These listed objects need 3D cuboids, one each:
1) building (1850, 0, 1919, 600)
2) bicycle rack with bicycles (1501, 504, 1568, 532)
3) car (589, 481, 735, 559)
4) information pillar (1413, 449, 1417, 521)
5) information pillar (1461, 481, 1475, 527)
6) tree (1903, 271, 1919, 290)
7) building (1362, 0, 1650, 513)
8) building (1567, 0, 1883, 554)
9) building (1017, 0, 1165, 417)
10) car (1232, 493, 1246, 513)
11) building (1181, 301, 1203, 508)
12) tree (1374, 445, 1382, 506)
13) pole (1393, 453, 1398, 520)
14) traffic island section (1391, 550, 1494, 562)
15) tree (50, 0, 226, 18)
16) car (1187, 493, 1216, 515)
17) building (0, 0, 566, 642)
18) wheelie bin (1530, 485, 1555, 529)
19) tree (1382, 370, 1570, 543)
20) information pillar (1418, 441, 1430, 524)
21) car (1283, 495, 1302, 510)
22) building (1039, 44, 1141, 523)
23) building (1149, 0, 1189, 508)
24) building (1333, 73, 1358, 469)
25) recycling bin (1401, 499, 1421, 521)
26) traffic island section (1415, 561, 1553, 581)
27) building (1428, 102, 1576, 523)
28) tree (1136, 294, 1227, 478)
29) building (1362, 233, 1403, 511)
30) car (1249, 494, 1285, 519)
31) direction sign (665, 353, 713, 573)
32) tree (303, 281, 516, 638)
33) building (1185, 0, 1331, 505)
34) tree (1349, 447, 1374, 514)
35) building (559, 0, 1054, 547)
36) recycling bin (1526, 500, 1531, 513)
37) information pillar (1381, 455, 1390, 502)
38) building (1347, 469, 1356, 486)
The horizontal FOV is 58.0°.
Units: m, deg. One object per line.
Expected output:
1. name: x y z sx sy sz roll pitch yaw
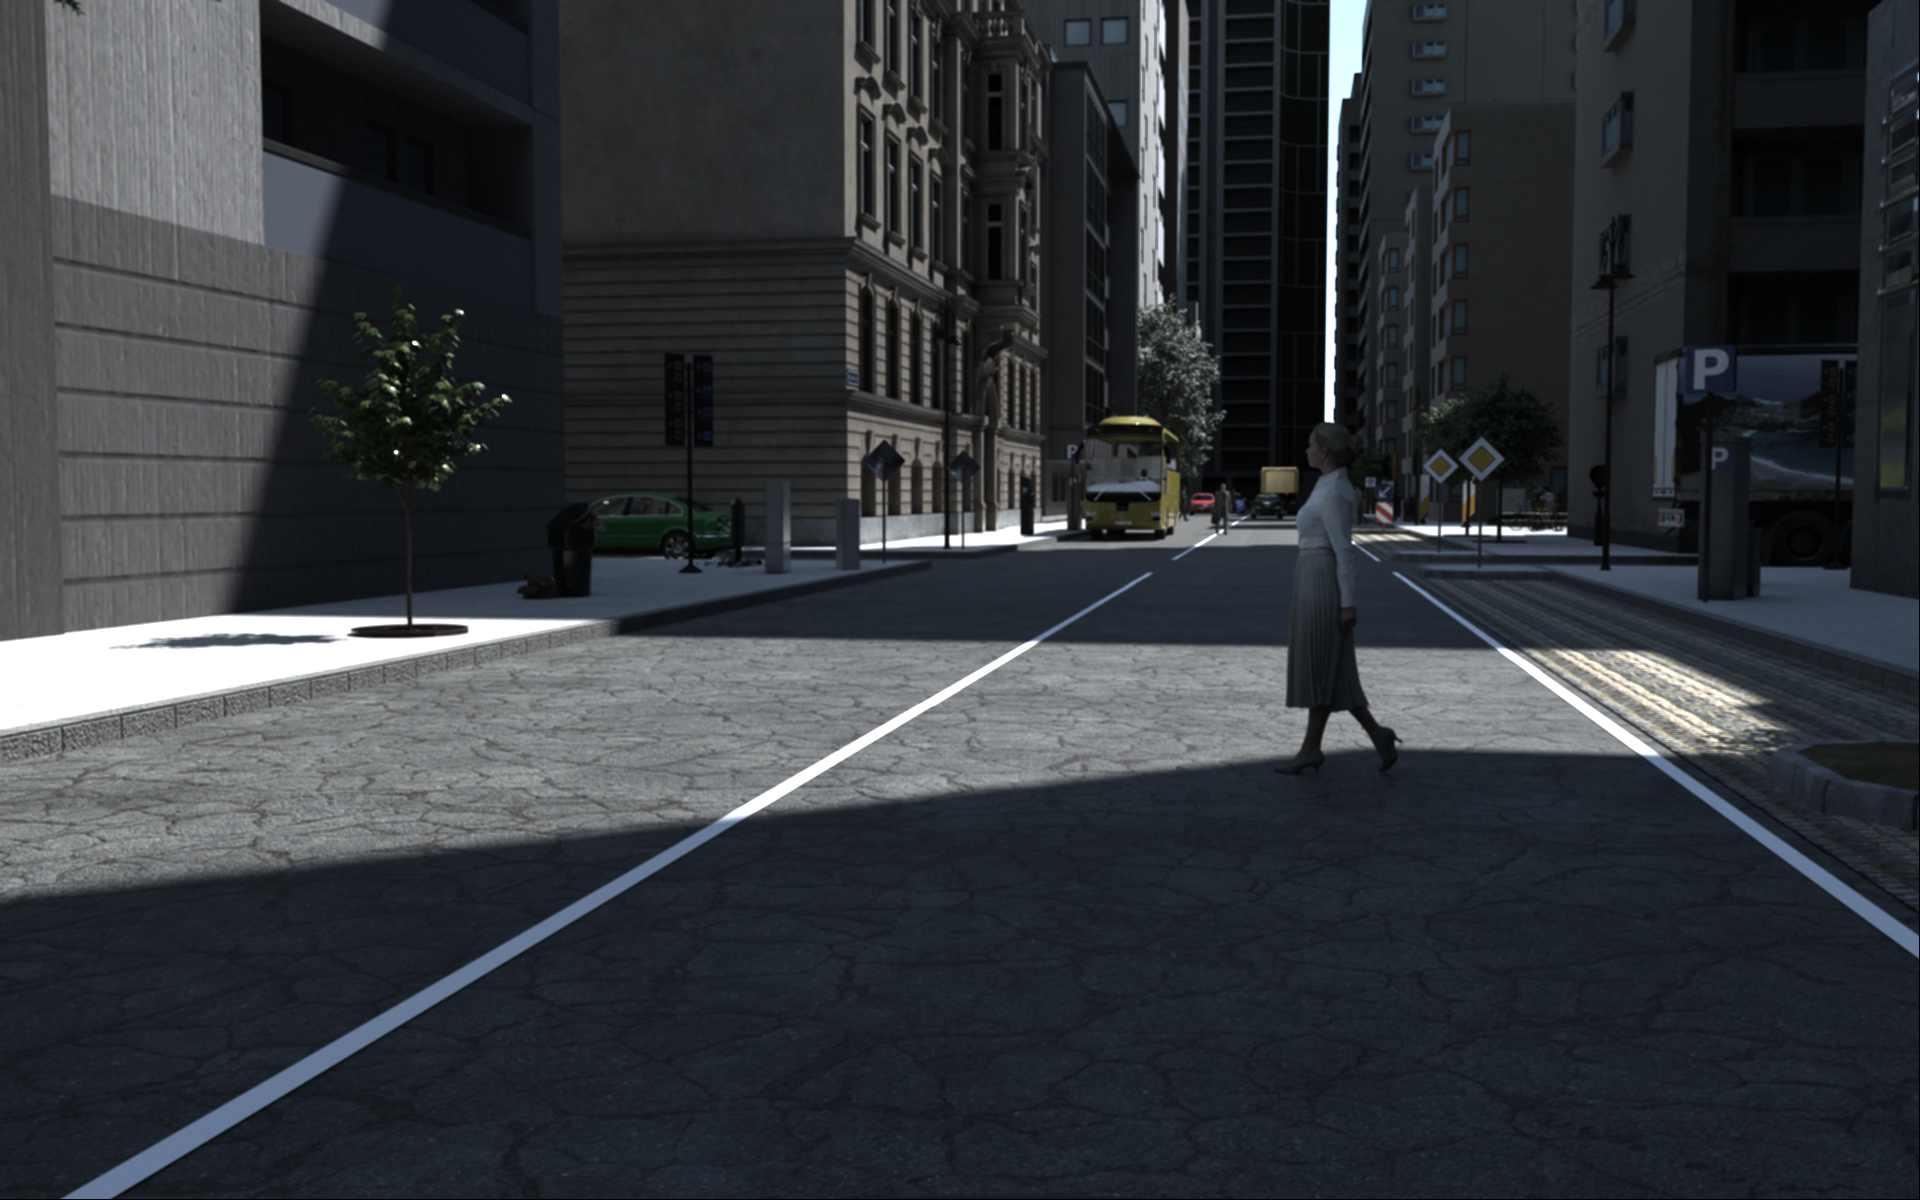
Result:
1. building: 20.260 -42.267 3.731 22.319 86.520 31.000 1 4 11
2. bicycle rack with bicycles: 20.291 -2.865 60.226 2.925 0.926 2.852 -1 4 -18
3. car: -6.930 -1.672 36.140 4.718 1.807 1.959 1 4 9
4. information pillar: 21.349 -5.494 81.174 0.183 3.616 0.504 2 4 32
5. information pillar: 19.619 -4.613 66.781 0.504 3.616 0.183 -1 4 -10
6. tree: 7.578 -1.636 10.464 4.285 4.588 4.351 0 3 0
7. building: 46.244 -32.279 151.464 21.300 48.544 21.600 1 4 11
8. building: 27.758 -25.729 44.370 21.600 48.544 21.300 1 4 11
9. building: 1.110 -33.053 129.648 28.713 52.752 27.495 1 4 11
10. car: 20.349 -7.301 128.965 1.945 1.707 3.694 1 4 10
11. building: 9.604 -20.313 177.165 28.899 21.520 27.650 1 4 11
12. tree: 15.387 -4.219 52.688 4.285 4.588 4.351 0 3 0
13. pole: 21.347 -5.575 85.002 0.158 3.312 0.155 0 3 0
14. traffic island section: 10.507 -0.956 37.912 2.009 0.180 2.903 1 4 11
15. tree: -6.486 -4.465 7.423 8.767 10.594 7.601 1 4 19
16. car: 16.487 -6.627 117.396 2.155 1.783 4.494 1 4 10
17. building: -20.749 -29.450 23.503 28.212 58.520 21.231 1 4 11
18. wheelie bin: 21.131 -3.358 62.810 0.693 1.594 0.980 -3 4 -37
19. tree: 14.400 -3.803 45.896 4.285 4.588 4.351 0 3 0
20. information pillar: 19.930 -5.071 74.270 0.504 3.616 0.183 -2 4 -32
21. car: 29.805 -8.799 155.861 2.014 1.417 4.499 1 4 11
22. building: 1.118 -16.632 90.996 14.314 24.678 30.058 1 4 11
23. building: 12.190 -30.512 148.975 14.600 45.320 14.200 1 4 11
24. building: 54.546 -35.334 201.405 21.600 48.544 21.300 1 4 11
25. recycling bin: 21.652 -4.315 83.101 0.722 1.027 0.722 -1 4 -19
26. traffic island section: 9.035 -0.476 30.064 2.009 0.180 2.903 1 4 11
27. building: 38.079 -14.936 89.240 27.650 21.520 28.899 1 4 11
28. tree: 11.925 -12.413 109.615 9.857 13.997 8.962 0 3 0
29. building: 44.345 -17.218 126.560 27.650 21.520 28.899 1 4 11
30. car: 18.130 -5.533 102.270 2.131 1.459 4.920 1 4 9
31. direction sign: -4.398 -2.213 28.183 0.876 3.537 0.379 -3 5 -40
32. tree: -5.145 -1.306 15.950 1.663 3.219 1.824 0 3 0
33. building: 32.972 -46.870 204.581 20.611 71.187 20.563 1 4 11
34. tree: 27.231 -7.934 113.437 4.285 4.588 4.351 0 3 0
35. building: -4.648 -14.667 58.886 14.460 24.649 34.723 1 4 11
36. recycling bin: 25.183 -3.848 75.476 0.722 1.027 0.722 -3 5 -41
37. information pillar: 25.211 -6.799 102.524 0.504 3.616 0.183 -1 4 -12
38. building: 49.042 -44.858 171.682 20.563 71.187 20.611 1 4 11
